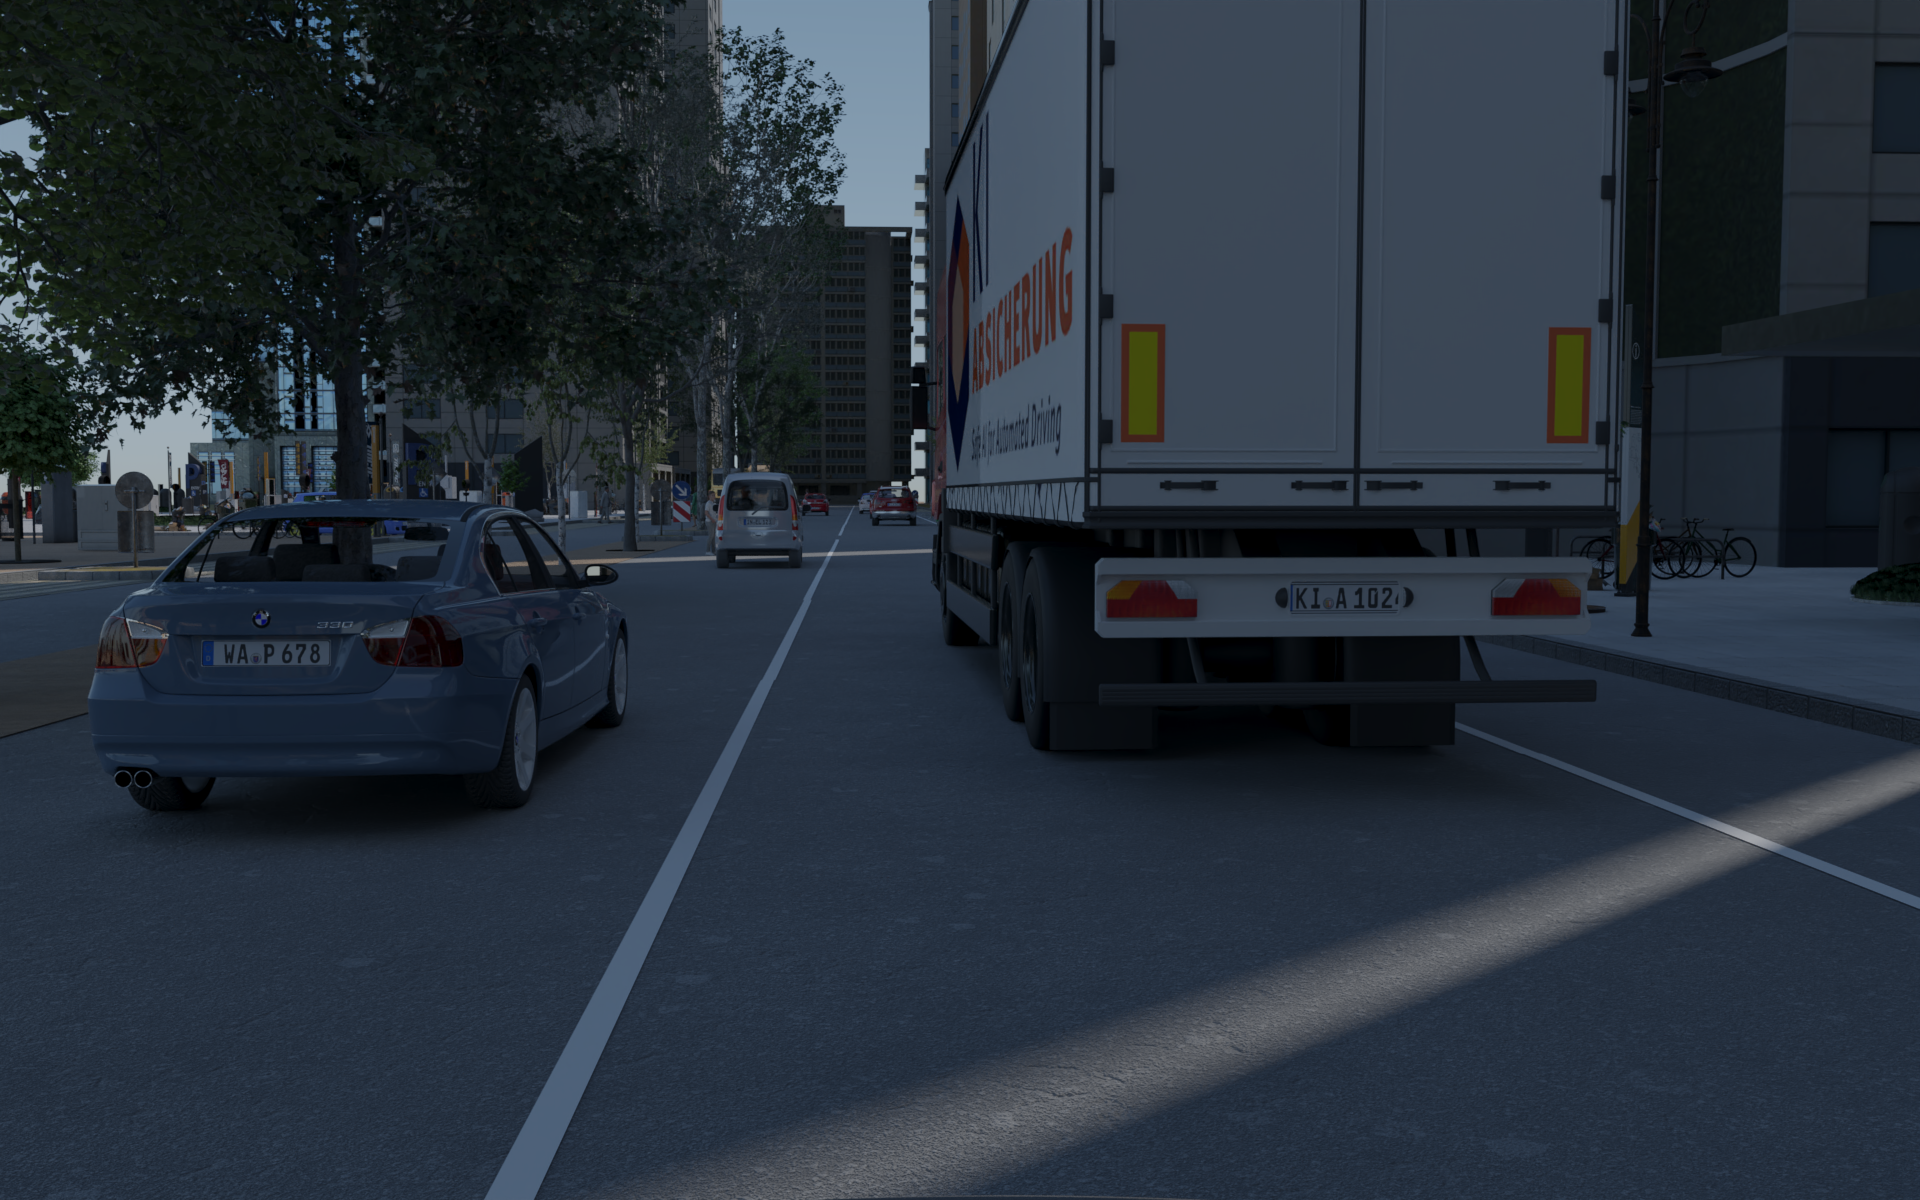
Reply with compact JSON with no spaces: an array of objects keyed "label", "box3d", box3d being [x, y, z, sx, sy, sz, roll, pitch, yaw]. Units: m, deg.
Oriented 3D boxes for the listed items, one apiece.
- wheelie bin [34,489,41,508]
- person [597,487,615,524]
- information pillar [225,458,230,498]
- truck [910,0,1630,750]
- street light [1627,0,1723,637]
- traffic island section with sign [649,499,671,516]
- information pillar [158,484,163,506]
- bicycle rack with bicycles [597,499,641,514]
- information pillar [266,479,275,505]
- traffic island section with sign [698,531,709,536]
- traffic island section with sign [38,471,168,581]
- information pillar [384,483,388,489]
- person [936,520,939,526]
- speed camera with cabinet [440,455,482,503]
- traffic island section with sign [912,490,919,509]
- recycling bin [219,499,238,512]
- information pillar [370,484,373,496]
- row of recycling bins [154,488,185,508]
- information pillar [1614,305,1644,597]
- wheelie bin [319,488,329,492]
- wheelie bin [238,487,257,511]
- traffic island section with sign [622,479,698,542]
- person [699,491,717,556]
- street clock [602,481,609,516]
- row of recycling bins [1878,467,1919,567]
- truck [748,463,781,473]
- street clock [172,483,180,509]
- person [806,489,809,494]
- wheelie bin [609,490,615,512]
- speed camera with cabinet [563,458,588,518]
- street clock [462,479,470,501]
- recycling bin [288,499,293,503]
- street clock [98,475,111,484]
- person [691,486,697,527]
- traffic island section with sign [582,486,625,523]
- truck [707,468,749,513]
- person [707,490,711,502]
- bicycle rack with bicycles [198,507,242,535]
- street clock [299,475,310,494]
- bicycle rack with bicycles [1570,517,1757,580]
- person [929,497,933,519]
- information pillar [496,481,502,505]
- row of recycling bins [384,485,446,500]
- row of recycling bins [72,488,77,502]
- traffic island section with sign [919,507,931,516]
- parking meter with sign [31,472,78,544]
[{"label":"wheelie bin","box3d":[-61.208,-6.553,115.056,0.693,1.594,0.980,2,4,27]},{"label":"person","box3d":[-17.030,-4.554,83.234,0.850,1.792,0.678,0,4,5]},{"label":"information pillar","box3d":[-47.593,-7.427,112.794,0.504,3.616,0.183,1,4,14]},{"label":"truck","box3d":[1.273,-1.477,13.058,2.839,4.237,11.283,0,4,-5]},{"label":"street light","box3d":[6.146,-2.609,15.440,0.468,5.910,1.993,0,4,-3]},{"label":"traffic island section with sign","box3d":[-19.023,-6.333,112.175,1.989,1.847,2.006,0,4,-3]},{"label":"information pillar","box3d":[-58.146,-7.433,126.020,0.304,2.012,0.304,-3,5,-43]},{"label":"bicycle rack with bicycles","box3d":[-22.906,-6.169,114.242,2.852,0.926,2.925,2,4,33]},{"label":"information pillar","box3d":[-32.920,-4.784,82.718,0.304,2.012,0.304,-3,5,-44]},{"label":"traffic island section with sign","box3d":[-9.627,-3.192,60.320,2.006,1.907,1.989,0,4,-3]},{"label":"traffic island section with sign","box3d":[-14.241,-1.275,29.478,1.989,1.847,2.006,0,4,-3]},{"label":"information pillar","box3d":[-38.095,-6.755,114.941,0.304,2.012,0.304,-1,4,-9]},{"label":"person","box3d":[-0.994,-3.926,76.940,0.306,1.304,0.590,0,4,8]},{"label":"speed camera with cabinet","box3d":[-25.373,-5.732,88.056,2.038,3.252,0.660,0,4,8]},{"label":"traffic island section with sign","box3d":[-4.371,-9.467,163.405,1.989,1.847,2.006,0,4,-3]},{"label":"recycling bin","box3d":[-34.846,-4.278,82.502,0.722,1.027,0.722,-1,4,-12]},{"label":"information pillar","box3d":[-43.004,-7.481,126.803,0.304,2.012,0.304,0,4,-6]},{"label":"row of recycling bins","box3d":[-55.762,-7.069,122.693,3.534,1.692,1.069,-3,5,-40]},{"label":"information pillar","box3d":[8.429,-1.855,21.685,0.183,3.616,0.504,3,5,45]},{"label":"wheelie bin","box3d":[-32.733,-4.961,89.023,0.693,1.594,0.980,-3,4,-37]},{"label":"wheelie bin","box3d":[-32.712,-4.381,79.531,0.980,1.594,0.693,3,5,39]},{"label":"traffic island section with sign","box3d":[-9.210,-2.739,52.925,2.006,1.907,1.989,0,4,-3]},{"label":"person","box3d":[-5.799,-1.793,40.419,0.523,1.515,0.503,-1,4,-22]},{"label":"street clock","box3d":[-20.359,-5.786,99.166,0.358,2.002,0.471,2,4,32]},{"label":"row of recycling bins","box3d":[15.305,-1.221,27.083,1.069,1.692,3.534,3,5,43]},{"label":"truck","box3d":[-17.957,-10.365,158.377,2.839,4.237,11.283,0,4,-2]},{"label":"street clock","box3d":[-53.432,-6.939,118.016,0.471,2.002,0.358,-3,5,-45]},{"label":"person","box3d":[-11.518,-7.436,130.095,0.388,1.821,0.555,0,4,-7]},{"label":"wheelie bin","box3d":[-25.058,-7.077,123.612,0.980,1.594,0.693,0,4,7]},{"label":"speed camera with cabinet","box3d":[-20.646,-6.015,92.686,0.660,3.252,2.038,-3,4,-39]},{"label":"street clock","box3d":[-24.269,-4.927,85.130,0.358,2.002,0.471,-3,5,-44]},{"label":"recycling bin","box3d":[-37.517,-5.108,96.066,0.722,1.027,0.722,2,4,31]},{"label":"street clock","box3d":[-33.293,-3.844,67.426,0.358,2.002,0.471,1,4,9]},{"label":"person","box3d":[-11.260,-4.004,74.217,0.529,1.795,0.600,2,4,29]},{"label":"traffic island section with sign","box3d":[-17.455,-4.686,85.245,1.989,1.847,2.006,0,4,-3]},{"label":"truck","box3d":[-17.164,-8.257,130.933,3.469,3.379,9.791,0,4,-2]},{"label":"person","box3d":[-20.529,-8.114,141.722,0.434,1.755,0.990,0,4,-4]},{"label":"bicycle rack with bicycles","box3d":[-20.069,-2.245,50.085,2.925,0.926,2.852,0,4,8]},{"label":"street clock","box3d":[-24.310,-3.653,64.290,0.358,2.002,0.471,0,4,6]},{"label":"bicycle rack with bicycles","box3d":[10.797,-0.820,26.792,2.925,0.926,2.852,0,4,6]},{"label":"person","box3d":[-1.438,-5.456,98.459,0.760,1.731,0.466,-1,4,-19]},{"label":"information pillar","box3d":[-24.725,-5.410,92.948,0.304,2.012,0.304,-1,4,-13]},{"label":"row of recycling bins","box3d":[-24.007,-4.230,76.280,3.534,1.692,1.069,2,4,30]},{"label":"row of recycling bins","box3d":[-54.085,-6.161,107.840,3.534,1.692,1.069,0,4,1]},{"label":"traffic island section with sign","box3d":[-1.497,-6.430,113.762,1.989,1.847,2.006,0,4,-3]},{"label":"parking meter with sign","box3d":[-23.570,-2.995,45.236,0.543,3.016,1.738,1,4,16]}]
